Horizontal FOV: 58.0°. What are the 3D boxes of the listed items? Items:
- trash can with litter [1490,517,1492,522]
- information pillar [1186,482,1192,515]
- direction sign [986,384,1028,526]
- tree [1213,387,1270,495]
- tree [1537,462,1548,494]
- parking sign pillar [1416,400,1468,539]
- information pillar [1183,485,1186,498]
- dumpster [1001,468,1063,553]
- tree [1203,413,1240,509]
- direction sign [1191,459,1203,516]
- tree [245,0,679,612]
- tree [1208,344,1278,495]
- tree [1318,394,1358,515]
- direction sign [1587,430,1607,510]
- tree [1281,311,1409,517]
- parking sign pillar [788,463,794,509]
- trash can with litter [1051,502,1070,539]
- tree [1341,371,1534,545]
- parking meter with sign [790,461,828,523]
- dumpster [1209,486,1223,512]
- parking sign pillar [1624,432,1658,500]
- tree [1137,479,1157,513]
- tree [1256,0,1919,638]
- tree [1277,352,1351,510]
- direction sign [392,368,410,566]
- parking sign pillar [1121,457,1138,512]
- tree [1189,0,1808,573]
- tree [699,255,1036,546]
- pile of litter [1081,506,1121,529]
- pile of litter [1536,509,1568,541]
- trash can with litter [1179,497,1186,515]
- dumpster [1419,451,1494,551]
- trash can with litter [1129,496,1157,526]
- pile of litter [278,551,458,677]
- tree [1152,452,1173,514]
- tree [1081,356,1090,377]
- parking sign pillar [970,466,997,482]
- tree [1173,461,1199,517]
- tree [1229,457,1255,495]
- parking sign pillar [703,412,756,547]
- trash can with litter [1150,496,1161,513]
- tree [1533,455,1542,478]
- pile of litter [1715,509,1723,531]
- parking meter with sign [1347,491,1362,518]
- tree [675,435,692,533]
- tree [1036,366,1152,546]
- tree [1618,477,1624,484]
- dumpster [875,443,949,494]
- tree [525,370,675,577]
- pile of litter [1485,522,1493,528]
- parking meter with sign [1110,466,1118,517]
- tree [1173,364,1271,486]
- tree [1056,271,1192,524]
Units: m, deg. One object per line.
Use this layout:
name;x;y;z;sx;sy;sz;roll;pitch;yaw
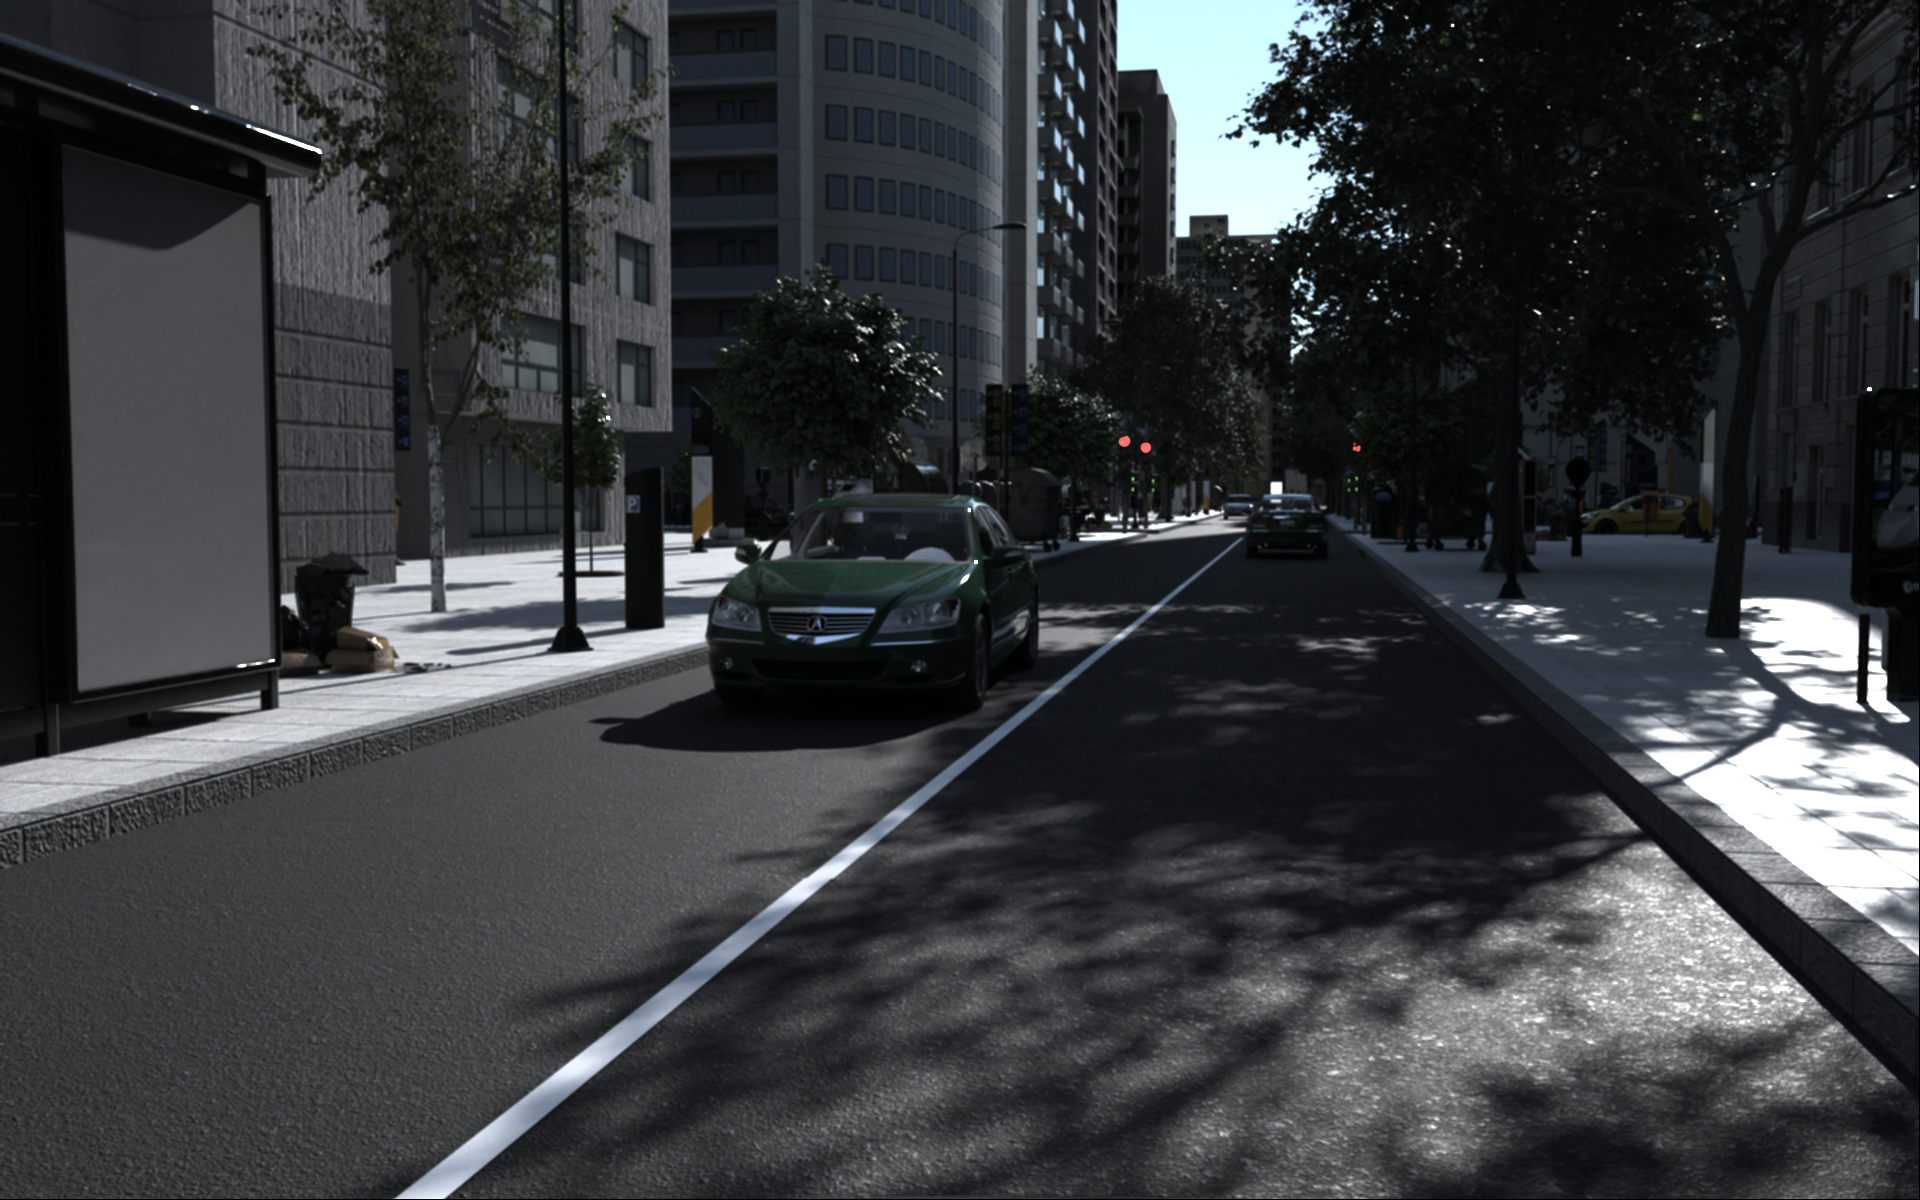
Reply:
trash can with litter;25.194;-4.234;80.284;1.678;1.210;2.233;-1;4;-9
information pillar;13.809;-6.120;104.555;0.304;2.012;0.304;1;4;23
direction sign;0.964;-2.673;35.696;0.876;3.537;0.379;1;4;9
tree;28.685;-16.108;181.496;7.486;12.596;7.792;0;3;0
tree;34.725;-6.683;103.868;1.663;3.219;1.824;0;3;0
parking sign pillar;13.851;-3.744;49.680;1.447;3.967;1.447;1;4;11
information pillar;14.183;-7.170;108.580;0.504;3.616;0.183;3;4;37
dumpster;1.550;-2.012;38.656;1.264;1.857;1.865;1;4;11
tree;20.219;-11.432;137.271;4.737;8.622;4.395;0;3;0
direction sign;14.125;-6.808;103.305;0.379;3.537;0.876;-3;4;-39
tree;-5.459;-4.176;18.638;4.360;8.622;3.978;0;3;0
tree;33.501;-21.931;214.466;12.611;20.169;13.585;0;3;0
tree;23.880;-9.550;106.497;4.360;8.622;3.978;0;3;0
direction sign;22.408;-4.220;60.997;0.876;3.537;0.379;-1;4;-23
tree;21.767;-10.533;97.971;9.928;11.665;9.643;0;3;0
parking sign pillar;-6.226;-4.956;69.496;1.447;3.967;1.447;0;4;6
trash can with litter;2.705;-2.327;49.440;0.624;1.170;1.055;2;4;31
tree;11.403;-3.714;44.430;4.285;4.588;4.351;0;3;0
parking meter with sign;-2.445;-1.976;28.566;0.543;3.016;1.738;-1;4;-20
dumpster;17.935;-7.153;122.713;1.264;1.857;1.865;1;4;11
parking sign pillar;29.681;-5.321;75.475;1.447;3.967;1.447;0;4;-6
tree;12.459;-7.531;117.738;1.663;3.219;1.824;0;3;0
tree;6.743;-4.921;14.874;8.767;10.594;7.601;1;4;12
tree;30.389;-14.363;141.485;9.857;13.997;8.962;0;3;0
direction sign;-10.190;-2.393;31.118;0.379;3.537;0.876;2;4;24
parking sign pillar;11.966;-8.206;122.642;1.447;3.967;1.447;2;4;25
tree;8.937;-6.795;28.113;9.611;12.733;9.660;0;3;0
tree;-1.867;-2.458;23.904;4.285;4.588;4.351;0;3;0
pile of litter;5.122;-3.056;63.929;1.719;0.858;1.176;3;4;36
pile of litter;16.279;-2.079;47.957;1.176;0.858;1.719;2;4;31
trash can with litter;13.805;-5.813;106.437;0.624;1.170;1.055;-2;4;-28
dumpster;11.352;-2.275;39.686;1.502;2.255;1.985;1;4;11
trash can with litter;7.198;-3.637;70.523;1.678;1.210;2.233;1;4;17
pile of litter;-4.636;0.083;12.601;1.719;0.858;1.176;1;4;9
tree;3.512;-4.206;52.475;4.285;4.588;4.351;0;3;0
tree;10.349;-10.446;87.799;9.611;12.733;9.660;0;3;0
parking sign pillar;1.078;-5.312;75.329;1.447;3.967;1.447;2;4;29
tree;12.072;-7.084;99.536;4.285;4.588;4.351;0;3;0
tree;32.013;-15.311;200.697;4.360;8.622;3.978;0;3;0
parking sign pillar;-5.747;-3.308;42.553;1.447;3.967;1.447;-2;4;-30
trash can with litter;13.137;-6.311;114.580;1.055;1.170;0.624;-3;5;-39
tree;31.543;-7.059;99.120;4.285;4.588;4.351;0;3;0
pile of litter;28.674;-3.068;64.123;1.176;0.858;1.719;1;4;11
parking meter with sign;21.269;-5.867;92.189;1.738;3.016;0.543;-3;5;-42
tree;-9.002;-3.817;57.008;1.663;3.219;1.824;0;3;0
tree;1.900;-3.658;43.528;4.285;4.588;4.351;0;3;0
tree;40.837;-6.712;104.340;1.663;3.219;1.824;0;3;0
dumpster;-1.140;-1.861;32.918;1.502;2.255;1.985;1;4;11
tree;-5.780;-2.001;27.315;1.663;3.219;1.824;0;3;0
pile of litter;20.438;-3.112;64.845;1.719;0.858;1.176;2;4;29
parking meter with sign;8.761;-6.219;97.940;0.543;3.016;1.738;1;4;9
tree;23.186;-15.287;156.601;9.857;13.997;8.962;0;3;0
tree;7.225;-8.467;72.842;7.601;10.594;8.767;3;5;40
